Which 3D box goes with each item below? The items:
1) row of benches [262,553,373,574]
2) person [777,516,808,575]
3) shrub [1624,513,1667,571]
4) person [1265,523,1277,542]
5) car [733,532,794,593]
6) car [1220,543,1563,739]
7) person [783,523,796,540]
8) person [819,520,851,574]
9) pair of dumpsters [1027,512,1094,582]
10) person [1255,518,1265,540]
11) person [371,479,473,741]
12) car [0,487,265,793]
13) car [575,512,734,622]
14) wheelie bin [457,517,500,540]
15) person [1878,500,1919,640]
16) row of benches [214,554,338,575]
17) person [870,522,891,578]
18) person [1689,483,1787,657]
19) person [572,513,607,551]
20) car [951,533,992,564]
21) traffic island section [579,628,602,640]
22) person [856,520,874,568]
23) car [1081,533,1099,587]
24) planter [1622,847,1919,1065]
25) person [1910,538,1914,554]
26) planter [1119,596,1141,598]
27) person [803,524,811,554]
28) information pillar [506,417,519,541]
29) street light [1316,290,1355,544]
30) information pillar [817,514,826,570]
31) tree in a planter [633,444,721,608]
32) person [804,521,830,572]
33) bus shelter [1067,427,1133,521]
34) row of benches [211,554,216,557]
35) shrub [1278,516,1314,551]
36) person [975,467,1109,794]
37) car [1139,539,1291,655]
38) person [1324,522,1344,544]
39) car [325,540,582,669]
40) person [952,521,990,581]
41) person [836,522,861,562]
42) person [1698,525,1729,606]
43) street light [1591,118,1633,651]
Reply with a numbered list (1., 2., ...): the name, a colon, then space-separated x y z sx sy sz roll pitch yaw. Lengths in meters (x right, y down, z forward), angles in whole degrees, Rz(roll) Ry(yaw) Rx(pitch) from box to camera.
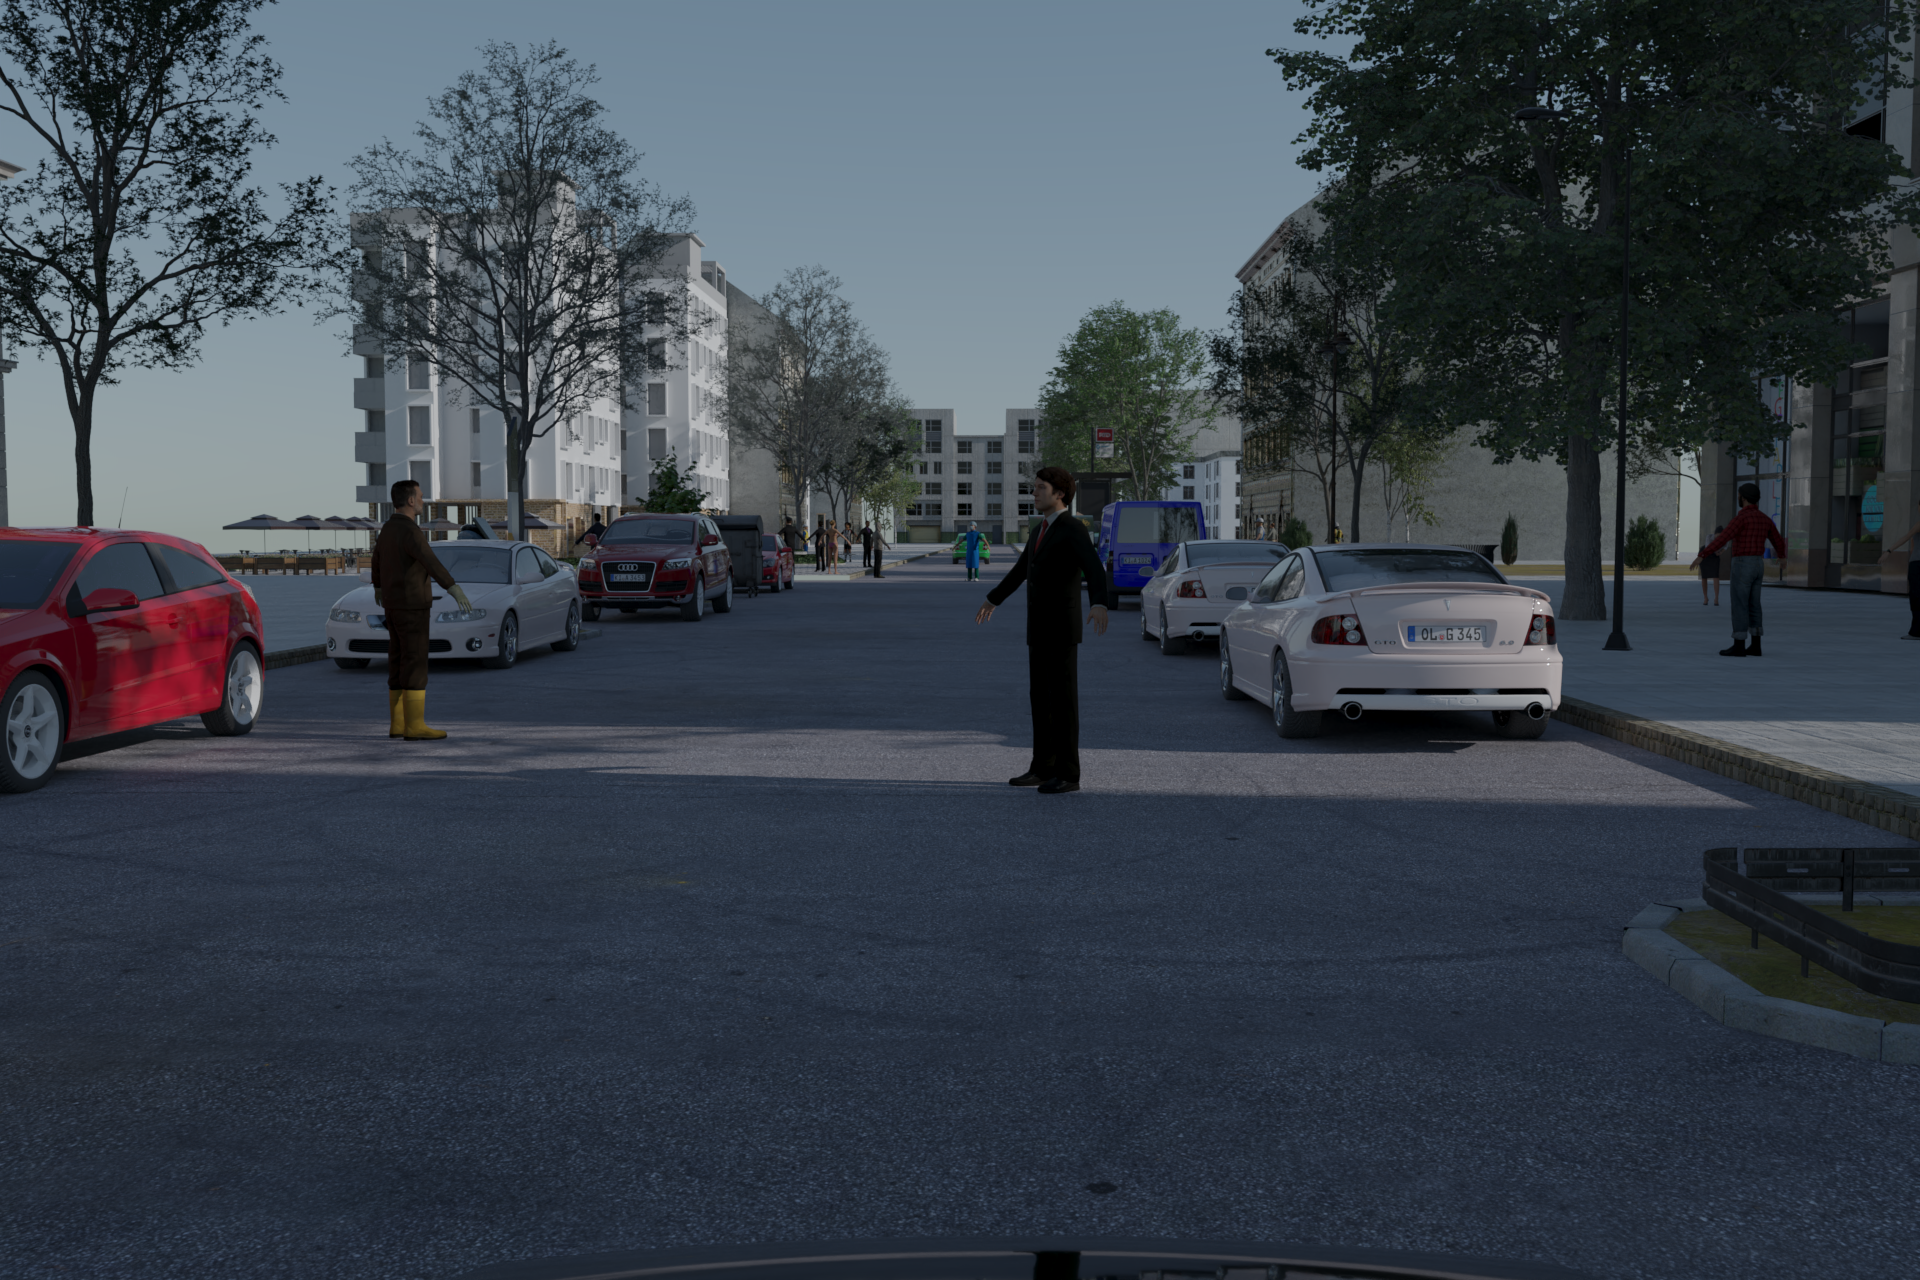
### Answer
1. row of benches: -20.654 -2.498 56.308 4.104 0.672 1.422 -1 4 -17
2. person: -5.361 -2.950 54.171 1.347 1.837 0.705 -2 4 -27
3. shrub: 23.867 -3.430 60.495 1.690 2.028 1.600 0 3 0
4. person: 14.793 -4.645 82.219 0.705 1.796 1.348 2 4 34
5. car: -5.251 -2.115 43.619 2.155 1.783 4.494 0 4 1
6. car: 3.180 -0.070 13.510 2.083 1.381 4.827 0 4 1
7. person: -8.527 -5.095 89.090 1.354 1.856 0.705 -3 5 -44
8. person: -4.040 -2.985 55.615 1.217 1.733 0.721 2 4 29
9. pair of dumpsters: 4.210 -2.845 51.460 4.436 2.255 1.574 0 3 0
10. person: 10.388 -3.322 60.175 0.705 1.847 1.347 1 4 18
11. person: -3.831 -0.215 12.114 0.704 1.812 1.346 -3 5 -43
12. car: -6.007 -0.115 10.917 2.155 1.783 4.494 0 4 1
13. car: -5.223 -1.309 30.075 2.281 1.827 5.304 0 4 1
14. wheelie bin: -9.020 -1.503 32.484 0.693 1.594 0.980 0 4 2
15. person: 11.662 -0.872 21.070 1.217 1.737 0.721 -1 4 -21
16. row of benches: -21.428 -2.382 54.407 4.104 0.672 1.422 1 4 12
17. person: -2.641 -2.924 56.394 0.705 1.813 1.348 -2 4 -28
18. person: 8.235 -0.738 18.180 1.345 1.816 0.704 -2 4 -24
19. person: -9.235 -2.326 44.077 1.345 1.823 0.704 -3 5 -42
20. car: 0.543 -4.561 83.364 1.959 1.807 4.718 0 4 1
21. traffic island section: -6.039 -0.063 23.891 1.991 0.108 1.994 0 4 1
22. person: -3.521 -3.668 66.189 1.346 1.802 0.704 -3 5 -45
23. car: 3.794 -2.276 46.008 1.959 1.807 4.718 0 4 1
24. planter: 3.239 0.957 5.487 1.991 0.319 1.994 0 4 2
25. person: 17.494 -1.555 31.206 1.343 1.855 0.704 -2 4 -29
26. planter: 4.045 -1.136 39.715 1.991 0.319 1.994 0 4 1
27. person: -7.370 -4.724 83.698 0.721 1.772 1.216 0 4 7
28. information pillar: -8.867 -2.631 34.373 0.183 3.616 0.504 0 4 2
29. street light: 7.125 -3.682 32.996 0.468 5.910 1.993 0 4 2
30. information pillar: -5.006 -3.545 62.451 0.304 2.012 0.304 0 4 1
31. tree in a planter: -5.735 -2.275 34.422 1.991 3.239 1.994 0 4 1
32. person: -4.797 -3.188 58.838 1.216 1.740 0.721 -3 5 -41
33. bus shelter: 4.751 -5.206 62.751 2.179 5.291 8.768 0 4 -1
34. row of benches: -26.287 -2.522 56.703 4.104 0.672 1.422 1 4 10
35. shrub: 14.157 -4.227 73.148 1.661 2.075 1.752 0 3 0
36. person: 0.498 -0.066 9.722 0.705 1.806 1.347 -2 4 -28
37. car: 3.340 -0.579 21.831 2.083 1.381 4.827 0 4 1
38. person: 17.680 -4.636 81.564 1.354 1.858 0.705 -3 5 -39
39. car: -5.670 -0.462 19.912 2.083 1.381 4.827 0 4 1
40. person: 0.376 -2.711 52.915 1.347 1.817 0.704 2 4 31
41. person: -5.140 -4.462 79.092 1.345 1.843 0.704 1 4 17
42. person: 13.467 -1.330 30.972 0.628 1.438 0.799 -1 4 -23
43. street light: 7.822 -2.841 18.984 1.470 5.913 1.316 0 4 1
